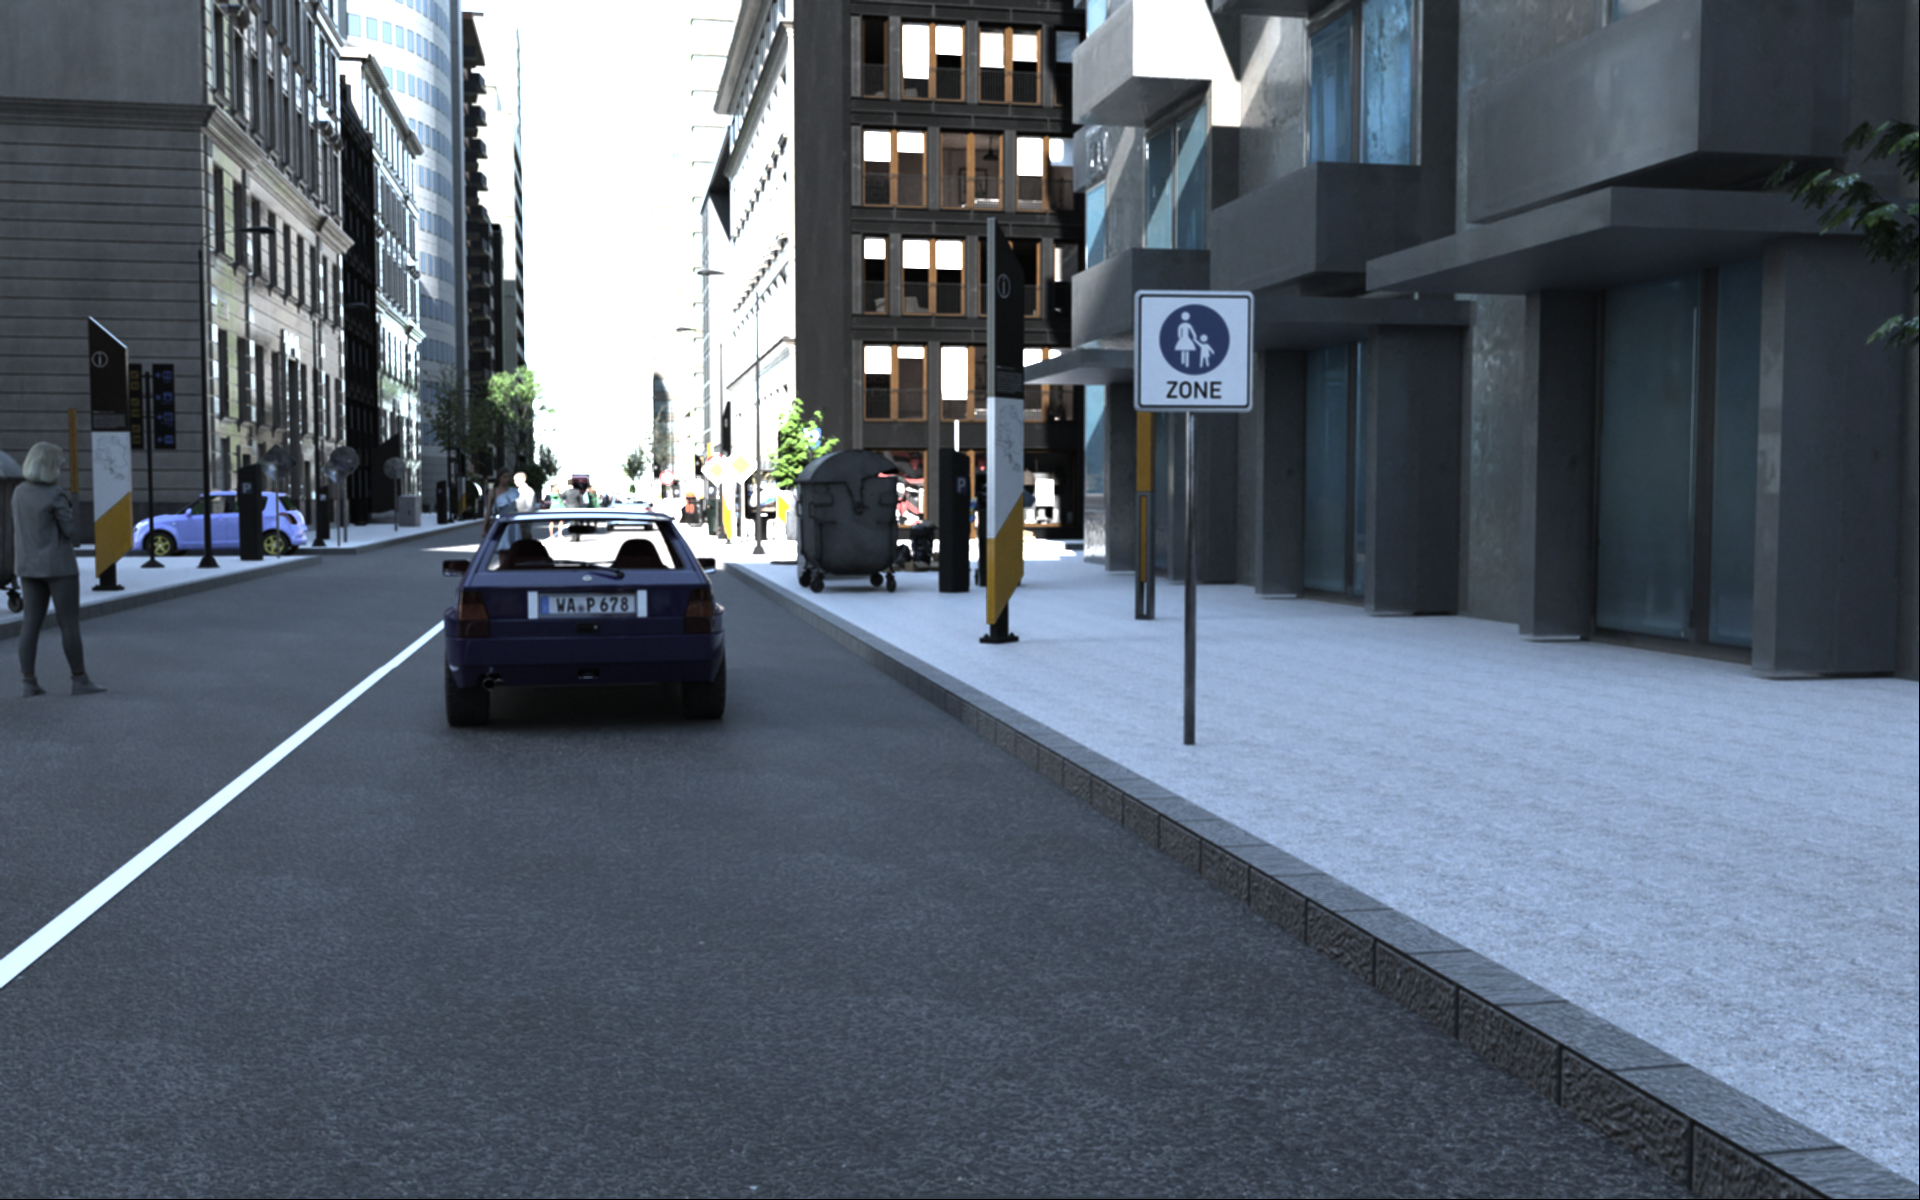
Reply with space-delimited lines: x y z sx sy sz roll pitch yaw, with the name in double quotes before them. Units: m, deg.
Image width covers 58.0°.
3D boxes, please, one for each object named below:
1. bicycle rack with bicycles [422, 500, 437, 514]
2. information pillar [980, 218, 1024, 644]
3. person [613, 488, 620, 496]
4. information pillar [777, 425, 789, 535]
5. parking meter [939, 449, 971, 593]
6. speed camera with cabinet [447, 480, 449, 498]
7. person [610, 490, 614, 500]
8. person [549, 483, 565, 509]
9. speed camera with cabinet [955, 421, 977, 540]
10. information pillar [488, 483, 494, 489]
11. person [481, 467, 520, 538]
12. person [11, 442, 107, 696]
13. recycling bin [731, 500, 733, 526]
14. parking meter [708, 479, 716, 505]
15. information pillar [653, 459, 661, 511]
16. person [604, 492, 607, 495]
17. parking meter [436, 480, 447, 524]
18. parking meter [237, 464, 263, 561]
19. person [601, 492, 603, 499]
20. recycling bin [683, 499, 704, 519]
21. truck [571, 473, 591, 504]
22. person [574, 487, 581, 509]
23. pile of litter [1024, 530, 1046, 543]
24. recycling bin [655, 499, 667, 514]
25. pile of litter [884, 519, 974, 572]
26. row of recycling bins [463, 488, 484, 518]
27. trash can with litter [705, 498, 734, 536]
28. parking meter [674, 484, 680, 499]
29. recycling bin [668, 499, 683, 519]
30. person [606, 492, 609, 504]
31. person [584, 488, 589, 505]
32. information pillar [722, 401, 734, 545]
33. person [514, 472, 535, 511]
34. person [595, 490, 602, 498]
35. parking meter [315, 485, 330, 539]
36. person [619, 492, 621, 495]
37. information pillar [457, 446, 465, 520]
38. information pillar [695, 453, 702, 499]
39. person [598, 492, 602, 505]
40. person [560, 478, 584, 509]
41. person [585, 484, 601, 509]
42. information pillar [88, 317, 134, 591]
"bicycle rack with bicycles" -34.713 -6.075 112.716 2.852 0.926 2.925 -2 4 -34
"information pillar" 0.386 -1.445 14.973 0.183 3.616 0.504 2 4 34
"person" -21.348 -6.069 107.699 0.573 1.828 0.580 -3 5 -44
"information pillar" -5.468 -3.843 54.196 0.504 3.616 0.183 2 4 25
"parking meter" -0.069 -1.036 22.645 0.255 1.863 0.399 3 5 40
"speed camera with cabinet" -31.846 -7.096 110.352 2.038 3.252 0.660 -3 5 -44
"person" -29.109 -8.344 145.639 0.721 1.735 1.217 2 4 23
"person" -12.964 -2.869 55.663 0.529 1.795 0.600 2 4 34
"speed camera with cabinet" 0.495 -3.226 47.087 2.038 3.252 0.660 -1 4 -20
"information pillar" -31.021 -6.745 114.773 0.304 2.012 0.304 2 4 28
"person" -6.460 -0.968 24.427 0.616 1.811 0.778 -2 4 -28
"person" -6.530 -0.230 12.446 0.537 1.800 0.526 2 4 28
"recycling bin" -9.483 -3.428 68.605 0.722 1.027 0.722 3 5 43
"parking meter" -8.268 -3.213 58.248 0.399 1.863 0.255 3 5 41
"information pillar" -20.365 -7.643 116.319 0.504 3.616 0.183 -2 4 -34
"person" -54.641 -15.809 266.960 1.348 1.826 0.705 0 4 8
"parking meter" -22.118 -4.172 73.922 0.399 1.863 0.255 1 4 19
"parking meter" -13.737 -1.700 33.504 0.399 1.863 0.255 0 4 5
"person" -53.883 -15.345 259.925 0.750 1.759 0.617 2 4 28
"recycling bin" -13.814 -4.752 90.244 0.722 1.027 0.722 1 4 14
"truck" -51.867 -15.171 236.963 2.839 4.237 11.283 -1 4 -11
"person" -22.304 -5.631 100.549 0.794 1.824 0.713 -2 4 -23
"pile of litter" 1.493 -1.945 45.764 1.719 0.858 1.176 0 4 -3
"recycling bin" -16.643 -5.164 96.978 0.722 1.027 0.722 0 4 7
"pile of litter" -0.586 -0.916 28.948 1.719 0.858 1.176 1 4 12
"row of recycling bins" -26.063 -5.242 92.822 1.069 1.692 3.534 -1 4 -21
"trash can with litter" -7.246 -2.518 52.551 0.624 1.170 1.055 -3 5 -44
"parking meter" -17.010 -6.006 103.912 0.399 1.863 0.255 -1 4 -13
"recycling bin" -15.070 -4.913 92.888 0.722 1.027 0.722 0 4 8
"person" -43.961 -12.622 215.580 0.721 1.736 1.217 0 4 -2
"person" -24.836 -6.556 115.552 0.638 1.841 0.748 2 4 28
"information pillar" -5.869 -3.199 43.665 0.183 3.616 0.504 -2 4 -23
"person" -7.551 -1.307 29.984 0.853 1.813 0.709 -3 5 -40
"person" -36.129 -9.999 171.990 1.348 1.824 0.705 0 4 7
"parking meter" -18.126 -2.497 49.232 0.372 1.533 0.369 0 3 0
"person" -44.245 -13.178 224.756 0.445 1.727 0.742 -2 4 -30
"information pillar" -24.201 -5.668 84.033 0.504 3.616 0.183 3 4 39
"information pillar" -15.072 -6.630 99.754 0.183 3.616 0.504 3 5 43
"person" -49.072 -13.847 235.609 1.217 1.736 0.721 3 4 36
"person" -11.566 -2.675 51.593 0.474 1.900 0.648 3 4 38
"person" -13.742 -3.427 64.773 0.529 1.795 0.600 3 5 40
"information pillar" -11.274 -1.935 22.984 0.504 3.616 0.183 0 4 -2
